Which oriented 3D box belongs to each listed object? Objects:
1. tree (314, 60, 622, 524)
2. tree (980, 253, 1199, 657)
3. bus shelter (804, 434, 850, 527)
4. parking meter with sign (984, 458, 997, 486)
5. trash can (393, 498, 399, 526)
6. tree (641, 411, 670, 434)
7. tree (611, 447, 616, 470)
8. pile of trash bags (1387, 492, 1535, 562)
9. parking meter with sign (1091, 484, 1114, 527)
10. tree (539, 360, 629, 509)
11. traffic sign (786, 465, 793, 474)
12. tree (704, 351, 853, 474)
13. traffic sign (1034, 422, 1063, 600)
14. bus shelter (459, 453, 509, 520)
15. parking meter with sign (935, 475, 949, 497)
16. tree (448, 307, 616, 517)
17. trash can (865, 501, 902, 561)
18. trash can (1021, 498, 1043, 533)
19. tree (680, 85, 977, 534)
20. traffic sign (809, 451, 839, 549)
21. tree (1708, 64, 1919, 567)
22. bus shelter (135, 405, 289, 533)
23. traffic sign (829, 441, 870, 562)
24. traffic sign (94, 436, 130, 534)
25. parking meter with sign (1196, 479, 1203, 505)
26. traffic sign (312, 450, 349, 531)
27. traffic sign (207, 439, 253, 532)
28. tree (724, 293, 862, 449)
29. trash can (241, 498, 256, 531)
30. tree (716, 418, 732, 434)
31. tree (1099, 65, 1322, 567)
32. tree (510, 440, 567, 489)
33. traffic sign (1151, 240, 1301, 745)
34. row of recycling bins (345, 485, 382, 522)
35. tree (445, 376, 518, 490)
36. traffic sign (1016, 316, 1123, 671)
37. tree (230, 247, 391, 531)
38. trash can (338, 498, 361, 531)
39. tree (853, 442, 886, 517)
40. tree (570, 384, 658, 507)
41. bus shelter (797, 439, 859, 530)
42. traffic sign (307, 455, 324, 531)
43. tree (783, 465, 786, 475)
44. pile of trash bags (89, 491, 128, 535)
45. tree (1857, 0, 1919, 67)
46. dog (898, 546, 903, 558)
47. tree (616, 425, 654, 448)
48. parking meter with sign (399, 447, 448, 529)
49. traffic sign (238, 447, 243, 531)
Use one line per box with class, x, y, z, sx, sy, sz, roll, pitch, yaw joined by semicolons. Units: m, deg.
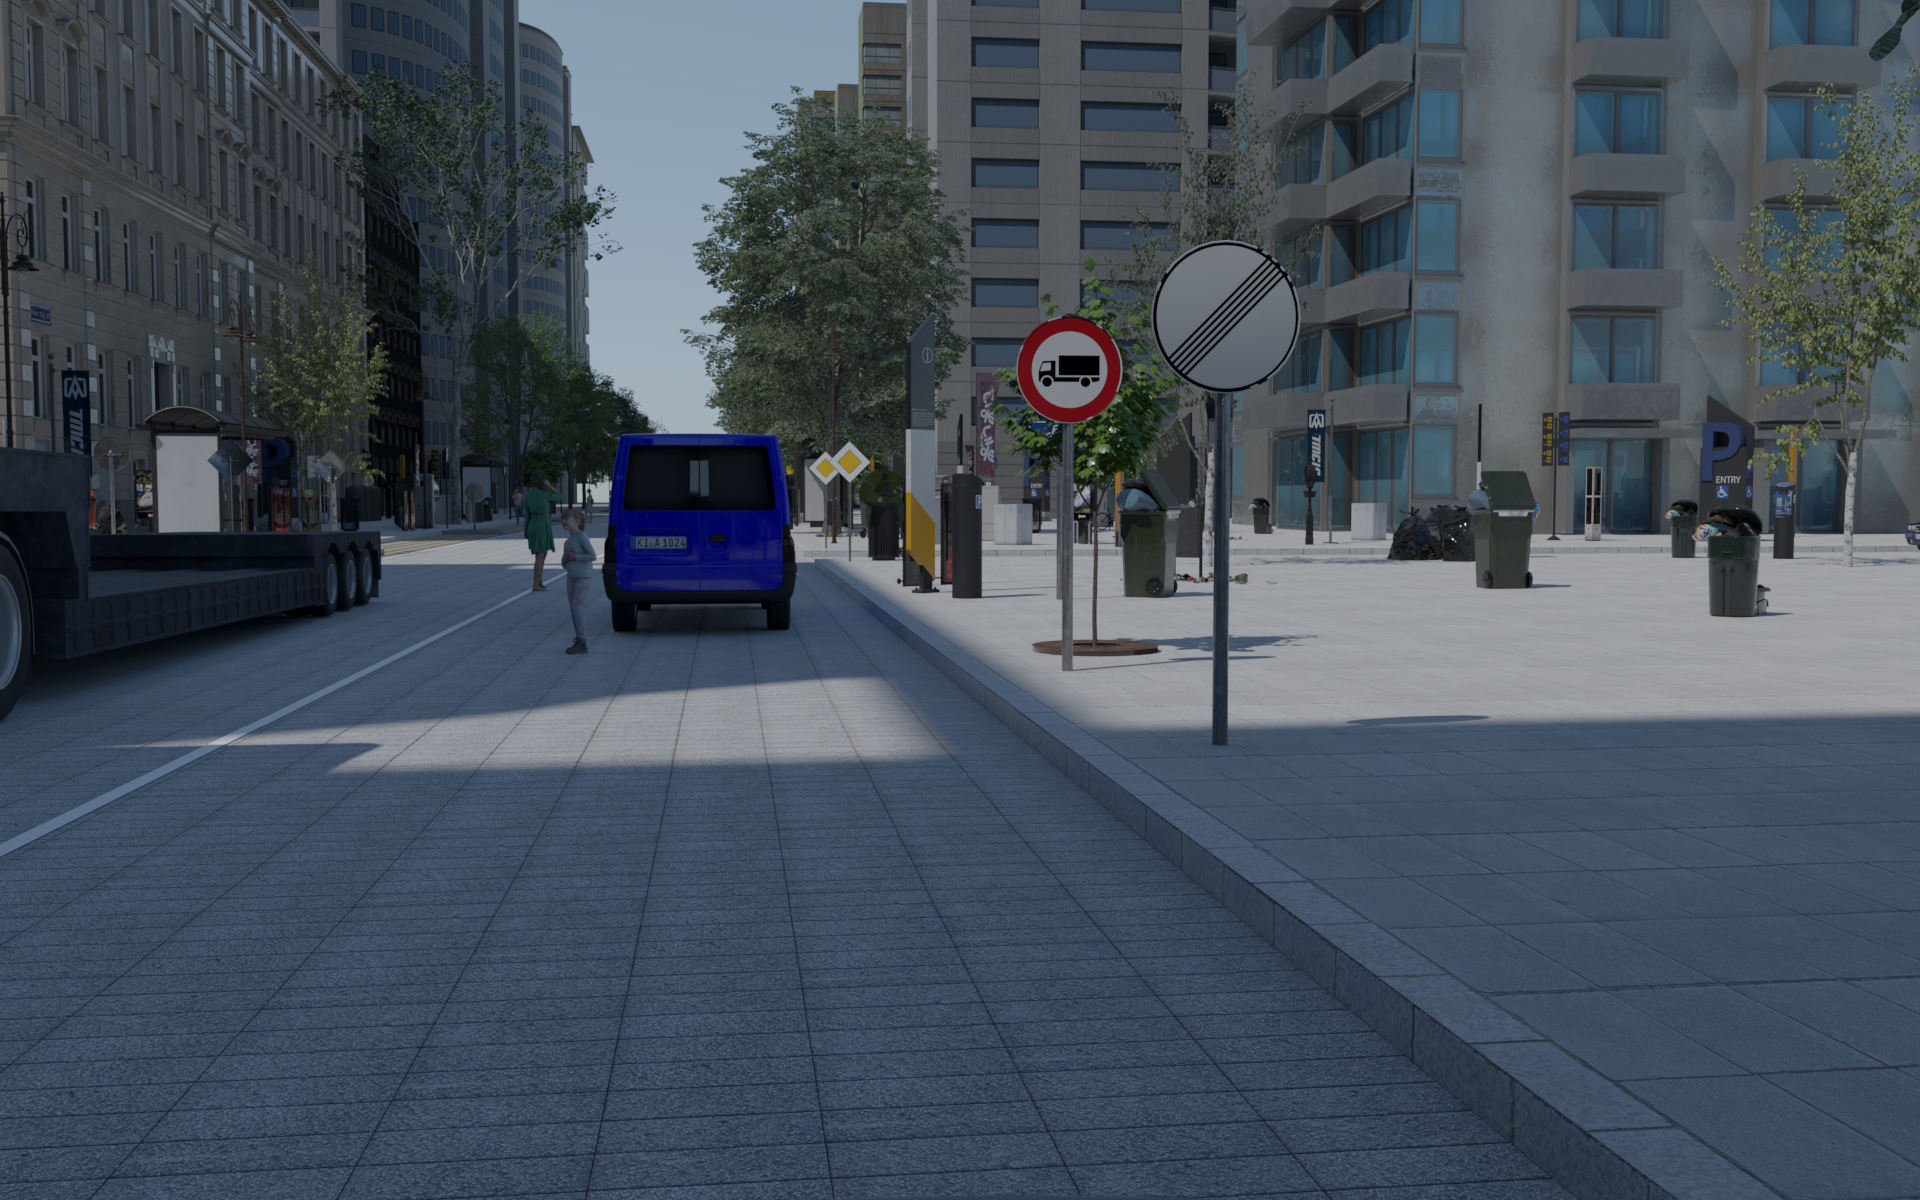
tree;-20.569;-13.343;74.045;12.611;20.169;13.585;0;3;0
tree;0.971;-1.193;14.109;1.663;3.219;1.824;0;3;0
bus shelter;-5.450;-4.867;70.866;1.731;3.624;6.357;0;4;-8
parking meter with sign;1.376;-5.261;82.278;0.543;3.016;1.738;1;4;10
trash can;-22.383;-3.536;69.467;0.748;1.137;0.748;0;3;0
tree;-46.533;-21.160;256.335;12.009;13.543;11.850;0;3;0
tree;-36.718;-14.592;188.944;4.360;8.622;3.978;0;3;0
pile of trash bags;10.166;-1.495;34.192;3.447;1.369;1.912;-2;4;-35
parking meter with sign;5.594;-4.321;66.906;0.543;3.016;1.738;-3;4;-38
tree;-32.044;-13.998;146.999;7.486;12.596;7.792;0;3;0
traffic sign;-11.910;-7.309;113.368;2.265;3.308;0.079;0;4;1
tree;-10.772;-11.540;105.687;9.611;12.733;9.660;0;3;0
traffic sign;1.212;-1.276;20.974;0.768;2.556;0.104;0;4;1
bus shelter;-24.479;-5.804;88.816;2.014;3.302;5.546;0;4;-8
parking meter with sign;-0.817;-4.483;69.566;1.738;3.016;0.543;3;5;44
tree;-24.688;-10.472;96.973;9.928;11.665;9.643;0;3;0
trash can;-1.475;-1.335;33.485;0.748;1.137;0.748;0;3;0
trash can;2.364;-2.767;56.900;0.748;1.137;0.748;0;3;0
tree;-4.046;-9.113;55.649;9.857;13.997;8.962;0;3;0
traffic sign;-3.155;-2.268;40.720;0.795;2.450;0.064;0;4;-8
tree;15.608;-4.896;30.410;4.737;8.622;4.395;0;3;0
bus shelter;-18.121;-2.959;42.305;2.014;3.302;5.546;0;4;-7
traffic sign;-2.090;-1.784;32.806;0.795;2.450;0.064;0;4;-8
traffic sign;-18.605;-2.319;38.019;0.768;2.556;0.104;0;4;-4
parking meter with sign;12.027;-5.626;88.242;1.738;3.016;0.543;0;4;8
traffic sign;-14.253;-2.178;39.253;0.795;2.450;0.064;0;4;-8
traffic sign;-13.188;-1.694;31.339;0.795;2.450;0.064;0;4;-8
tree;-7.998;-9.759;85.308;9.928;11.665;9.643;0;3;0
trash can;-23.335;-2.738;56.418;0.748;1.137;0.748;0;3;0
tree;-20.300;-16.482;179.847;12.009;13.543;11.850;0;3;0
tree;4.401;-4.907;30.600;4.360;8.622;3.978;0;3;0
tree;-25.494;-7.400;104.709;4.285;4.588;4.351;0;3;0
traffic sign;1.332;-0.532;8.800;0.768;2.556;0.104;0;4;-6
row of recycling bins;-28.144;-4.572;81.861;1.069;1.692;3.534;0;4;-2
tree;-30.066;-9.693;108.842;4.737;8.622;4.395;0;3;0
traffic sign;0.779;-0.757;12.483;0.768;2.556;0.104;0;4;-5
tree;-18.716;-6.182;51.438;4.737;8.622;4.395;0;3;0
trash can;-20.812;-2.900;59.067;0.748;1.137;0.748;0;3;0
tree;-5.526;-7.051;99.003;4.285;4.588;4.351;0;3;0
tree;-35.421;-15.931;177.476;9.611;12.733;9.660;0;3;0
bus shelter;-4.889;-4.282;63.939;2.014;3.302;5.546;0;4;-8
traffic sign;-16.746;-2.642;45.321;0.606;2.300;0.079;0;4;-6
tree;-10.275;-6.196;95.910;1.663;3.219;1.824;0;3;0
pile of trash bags;-20.953;-1.942;41.509;1.912;1.369;3.447;-2;4;-26
tree;3.211;-1.180;3.008;4.285;4.588;4.351;0;3;0
dog;-1.377;-1.012;35.840;0.540;0.507;0.406;-1;4;-12
tree;-40.077;-16.901;210.750;8.767;10.594;7.601;3;5;40
parking meter with sign;-19.999;-4.179;64.586;1.738;3.016;0.543;-1;4;-9
traffic sign;-19.622;-2.879;47.180;0.768;2.556;0.104;0;4;2
